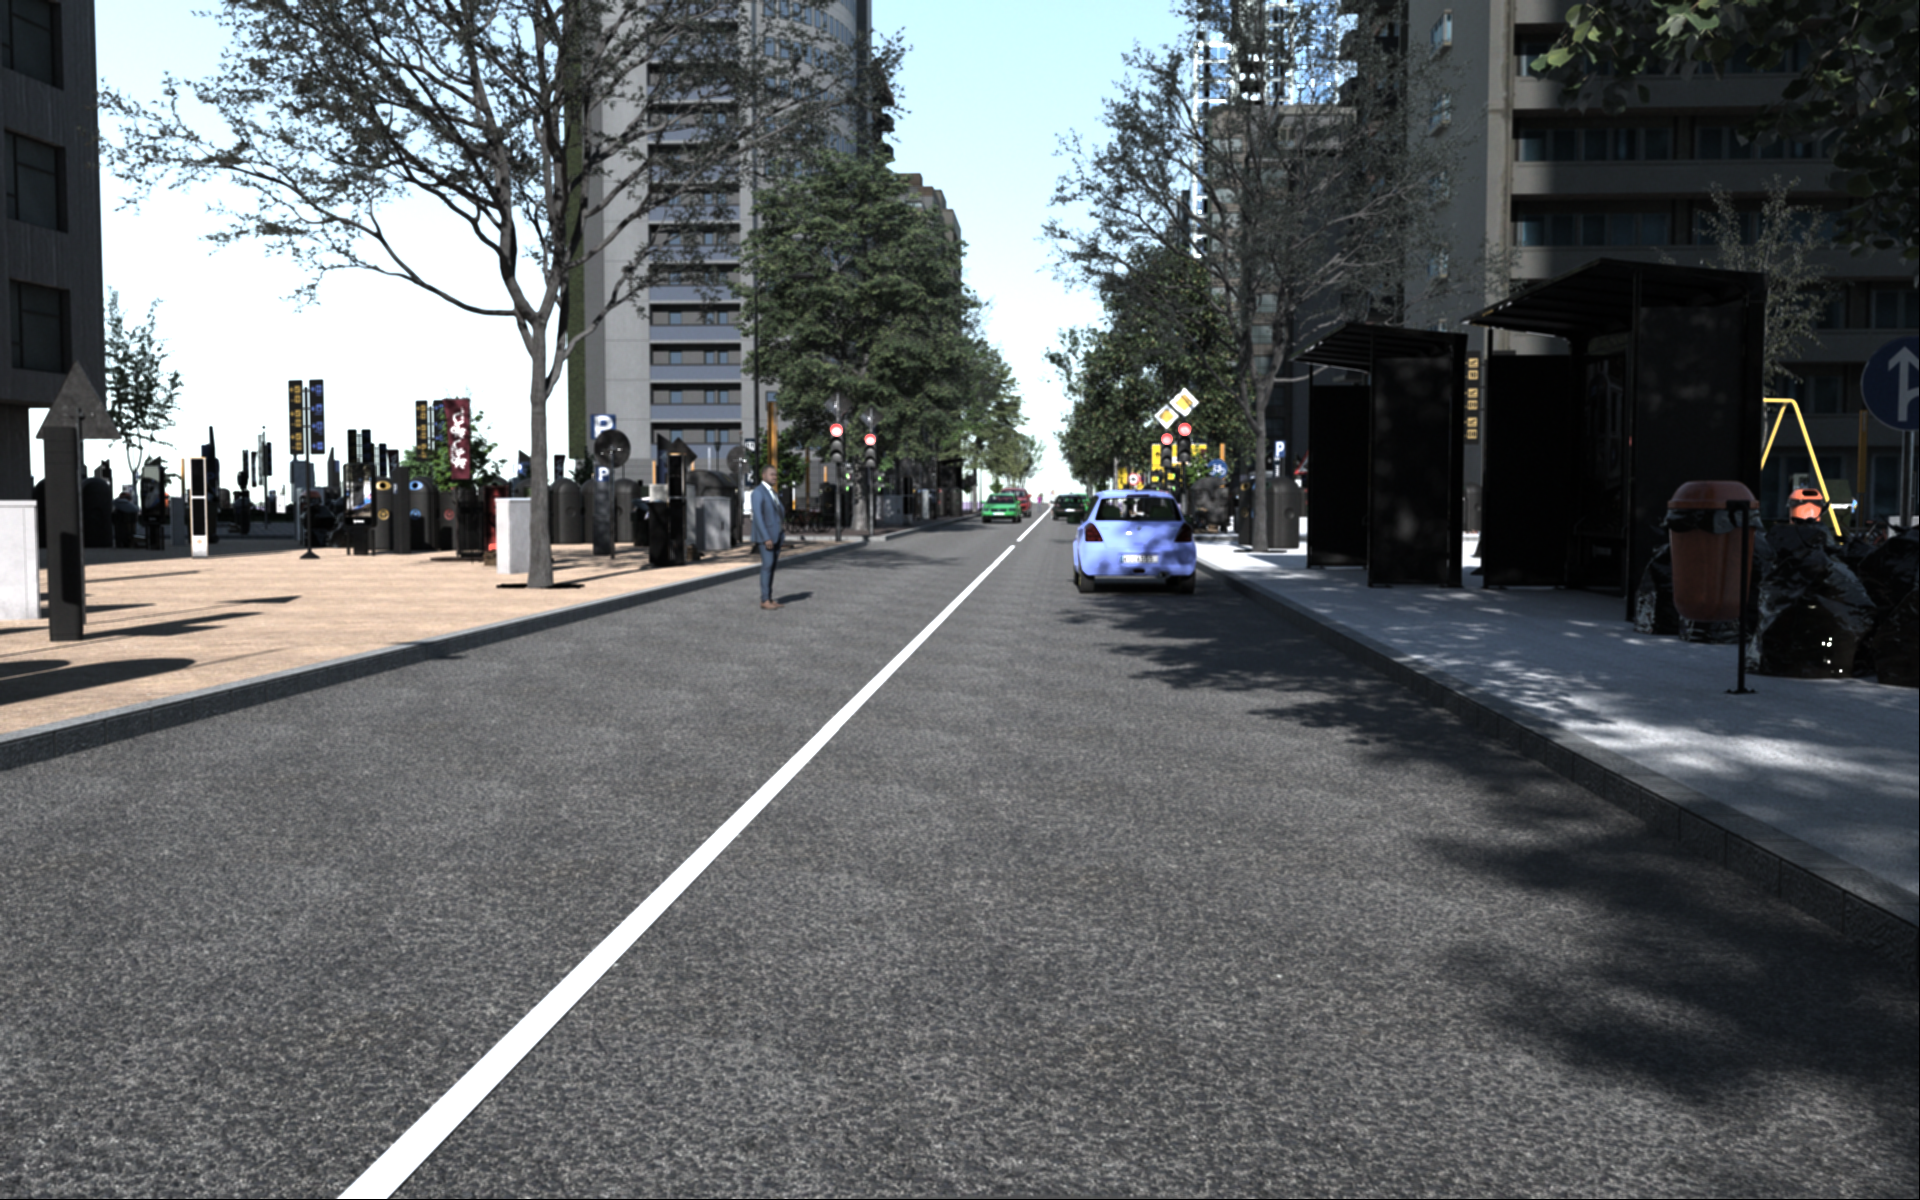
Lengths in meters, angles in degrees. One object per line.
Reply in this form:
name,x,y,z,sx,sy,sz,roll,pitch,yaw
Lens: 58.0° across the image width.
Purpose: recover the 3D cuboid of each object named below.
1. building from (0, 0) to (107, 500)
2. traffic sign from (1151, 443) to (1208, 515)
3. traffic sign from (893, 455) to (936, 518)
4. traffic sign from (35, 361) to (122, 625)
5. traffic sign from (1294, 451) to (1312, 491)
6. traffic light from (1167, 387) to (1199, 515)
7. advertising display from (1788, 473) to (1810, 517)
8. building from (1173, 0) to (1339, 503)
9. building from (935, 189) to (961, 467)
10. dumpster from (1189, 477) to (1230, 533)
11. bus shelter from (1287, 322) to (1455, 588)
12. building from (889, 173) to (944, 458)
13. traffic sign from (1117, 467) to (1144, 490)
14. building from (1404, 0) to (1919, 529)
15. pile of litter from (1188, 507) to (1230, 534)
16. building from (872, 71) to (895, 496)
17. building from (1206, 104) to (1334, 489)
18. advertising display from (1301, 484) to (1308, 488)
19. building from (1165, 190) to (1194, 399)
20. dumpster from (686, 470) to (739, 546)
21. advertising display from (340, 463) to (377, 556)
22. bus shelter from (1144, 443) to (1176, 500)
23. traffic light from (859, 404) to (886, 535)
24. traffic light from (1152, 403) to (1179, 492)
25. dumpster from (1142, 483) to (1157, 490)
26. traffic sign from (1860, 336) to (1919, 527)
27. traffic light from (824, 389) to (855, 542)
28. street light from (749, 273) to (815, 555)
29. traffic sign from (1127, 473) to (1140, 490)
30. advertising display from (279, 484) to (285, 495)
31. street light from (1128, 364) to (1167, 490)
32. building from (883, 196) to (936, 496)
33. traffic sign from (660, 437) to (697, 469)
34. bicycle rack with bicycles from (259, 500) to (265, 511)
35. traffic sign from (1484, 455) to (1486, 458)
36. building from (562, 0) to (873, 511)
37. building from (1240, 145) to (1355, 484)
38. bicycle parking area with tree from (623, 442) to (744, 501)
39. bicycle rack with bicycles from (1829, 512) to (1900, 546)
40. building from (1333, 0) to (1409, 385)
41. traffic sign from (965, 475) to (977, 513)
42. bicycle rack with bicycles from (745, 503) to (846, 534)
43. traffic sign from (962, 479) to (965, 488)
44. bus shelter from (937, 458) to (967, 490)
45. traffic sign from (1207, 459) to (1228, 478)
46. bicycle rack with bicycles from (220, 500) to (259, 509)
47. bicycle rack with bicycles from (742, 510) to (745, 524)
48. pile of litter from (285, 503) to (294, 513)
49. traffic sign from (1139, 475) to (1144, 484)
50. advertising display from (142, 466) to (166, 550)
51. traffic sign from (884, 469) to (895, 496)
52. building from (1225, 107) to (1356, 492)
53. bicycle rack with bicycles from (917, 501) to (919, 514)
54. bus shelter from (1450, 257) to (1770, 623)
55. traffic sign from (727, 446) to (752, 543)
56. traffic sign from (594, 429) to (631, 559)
building,-23.027,-15.666,27.842,14.107,30.474,14.160,0,4,3
traffic sign,8.829,-4.646,69.838,2.265,3.308,0.079,1,4,8
traffic sign,-2.384,-5.948,91.129,2.265,3.308,0.079,0,4,5
traffic sign,-8.601,-1.034,16.904,0.884,2.594,0.081,0,4,5
traffic sign,9.382,-2.837,46.382,0.884,2.594,0.081,0,4,5
traffic light,5.900,-3.480,45.821,0.839,4.253,0.868,0,4,3
advertising display,26.104,-2.978,53.899,0.974,1.923,0.123,-2,4,-35
building,40.448,-56.664,239.129,22.319,86.520,31.000,0,4,3
building,-11.033,-40.022,278.064,21.300,48.544,21.600,0,4,3
dumpster,8.384,-3.199,58.054,1.264,1.857,1.865,0,4,3
bus shelter,6.302,-2.168,26.732,1.731,3.624,6.357,0,4,3
building,-10.148,-36.409,245.399,14.600,45.320,14.200,0,4,3
traffic sign,12.789,-8.212,128.138,2.265,3.308,0.079,0,4,6
building,29.986,-27.373,71.247,21.600,48.544,21.300,0,4,3
pile of litter,7.879,-2.572,56.017,1.719,0.858,1.176,1,4,15
building,-18.198,-31.749,173.721,22.147,44.769,28.867,0,4,3
building,33.275,-30.684,185.272,14.154,41.232,14.086,0,4,3
advertising display,22.867,-6.689,114.572,0.974,1.923,0.123,-1,4,-23
building,43.235,-39.837,270.941,23.786,49.044,30.456,0,4,3
dumpster,-6.143,-2.217,42.012,1.264,1.857,1.865,0,4,3
advertising display,-12.549,-1.897,36.232,0.974,1.923,0.123,2,4,35
bus shelter,12.267,-7.689,103.345,2.179,5.291,8.768,0,4,3
traffic light,-2.762,-4.000,54.328,0.839,4.253,0.868,0,4,3
traffic light,6.384,-3.968,53.791,0.839,4.253,0.868,0,4,3
dumpster,9.666,-4.909,86.021,1.264,1.857,1.865,0,4,3
traffic sign,7.672,-0.852,14.040,0.768,2.556,0.104,1,4,10
traffic light,-3.245,-3.513,46.358,0.839,4.253,0.868,0,4,3
street light,-3.752,-3.915,36.552,1.470,5.913,1.316,0,4,3
traffic sign,10.337,-6.312,103.301,0.768,2.556,0.104,1,4,9
advertising display,-44.246,-6.595,113.041,0.123,1.923,0.974,-3,4,-37
street light,6.832,-5.479,62.126,1.470,5.913,1.316,0,4,3
building,-10.725,-33.506,231.416,14.154,41.232,14.086,0,4,3
traffic sign,-5.723,-2.081,35.216,0.795,2.450,0.064,1,4,9
bicycle rack with bicycles,-52.608,-7.229,131.583,2.925,0.926,2.852,-2,4,-35
traffic sign,8.230,-1.573,25.719,0.884,2.594,0.081,1,4,13
building,-19.304,-36.869,144.811,21.231,58.520,28.212,0,4,3
building,30.854,-22.994,147.659,14.160,30.474,14.107,0,4,3
bicycle parking area with tree,-16.051,-6.653,95.783,8.231,4.147,9.016,1,4,10
bicycle rack with bicycles,17.889,-1.230,33.486,2.925,0.926,2.852,-1,4,-12
building,35.514,-27.731,108.032,22.147,44.769,28.867,0,4,3
traffic sign,0.720,-7.052,115.405,0.768,2.556,0.104,0,4,6
bicycle rack with bicycles,-5.080,-2.709,57.679,2.925,0.926,2.852,-3,4,-36
traffic sign,0.066,-7.244,120.560,0.606,2.300,0.079,0,4,4
bus shelter,-0.551,-7.605,115.617,1.731,3.624,6.357,0,4,4
traffic sign,9.256,-3.811,62.418,0.768,2.556,0.104,1,4,12
bicycle rack with bicycles,-48.631,-6.196,114.688,2.852,0.926,2.925,3,5,44
bicycle rack with bicycles,-7.753,-3.678,73.521,2.852,0.926,2.925,3,4,36
pile of litter,-32.193,-4.197,82.583,1.176,0.858,1.719,1,4,21
traffic sign,10.435,-5.930,97.055,0.768,2.556,0.104,0,4,5
advertising display,-18.485,-2.111,39.723,0.974,1.923,0.123,3,5,43
traffic sign,-3.470,-5.318,87.059,0.768,2.556,0.104,0,4,8
building,41.369,-28.984,165.775,32.217,40.220,23.993,0,4,3
bicycle rack with bicycles,-1.876,-5.757,107.507,2.852,0.926,2.925,1,4,9
bus shelter,7.387,-1.773,20.271,1.731,3.624,6.357,0,4,3
traffic sign,-5.761,-2.774,45.465,0.768,2.556,0.104,1,4,9
traffic sign,-6.831,-2.072,33.987,0.768,2.556,0.104,1,4,13
